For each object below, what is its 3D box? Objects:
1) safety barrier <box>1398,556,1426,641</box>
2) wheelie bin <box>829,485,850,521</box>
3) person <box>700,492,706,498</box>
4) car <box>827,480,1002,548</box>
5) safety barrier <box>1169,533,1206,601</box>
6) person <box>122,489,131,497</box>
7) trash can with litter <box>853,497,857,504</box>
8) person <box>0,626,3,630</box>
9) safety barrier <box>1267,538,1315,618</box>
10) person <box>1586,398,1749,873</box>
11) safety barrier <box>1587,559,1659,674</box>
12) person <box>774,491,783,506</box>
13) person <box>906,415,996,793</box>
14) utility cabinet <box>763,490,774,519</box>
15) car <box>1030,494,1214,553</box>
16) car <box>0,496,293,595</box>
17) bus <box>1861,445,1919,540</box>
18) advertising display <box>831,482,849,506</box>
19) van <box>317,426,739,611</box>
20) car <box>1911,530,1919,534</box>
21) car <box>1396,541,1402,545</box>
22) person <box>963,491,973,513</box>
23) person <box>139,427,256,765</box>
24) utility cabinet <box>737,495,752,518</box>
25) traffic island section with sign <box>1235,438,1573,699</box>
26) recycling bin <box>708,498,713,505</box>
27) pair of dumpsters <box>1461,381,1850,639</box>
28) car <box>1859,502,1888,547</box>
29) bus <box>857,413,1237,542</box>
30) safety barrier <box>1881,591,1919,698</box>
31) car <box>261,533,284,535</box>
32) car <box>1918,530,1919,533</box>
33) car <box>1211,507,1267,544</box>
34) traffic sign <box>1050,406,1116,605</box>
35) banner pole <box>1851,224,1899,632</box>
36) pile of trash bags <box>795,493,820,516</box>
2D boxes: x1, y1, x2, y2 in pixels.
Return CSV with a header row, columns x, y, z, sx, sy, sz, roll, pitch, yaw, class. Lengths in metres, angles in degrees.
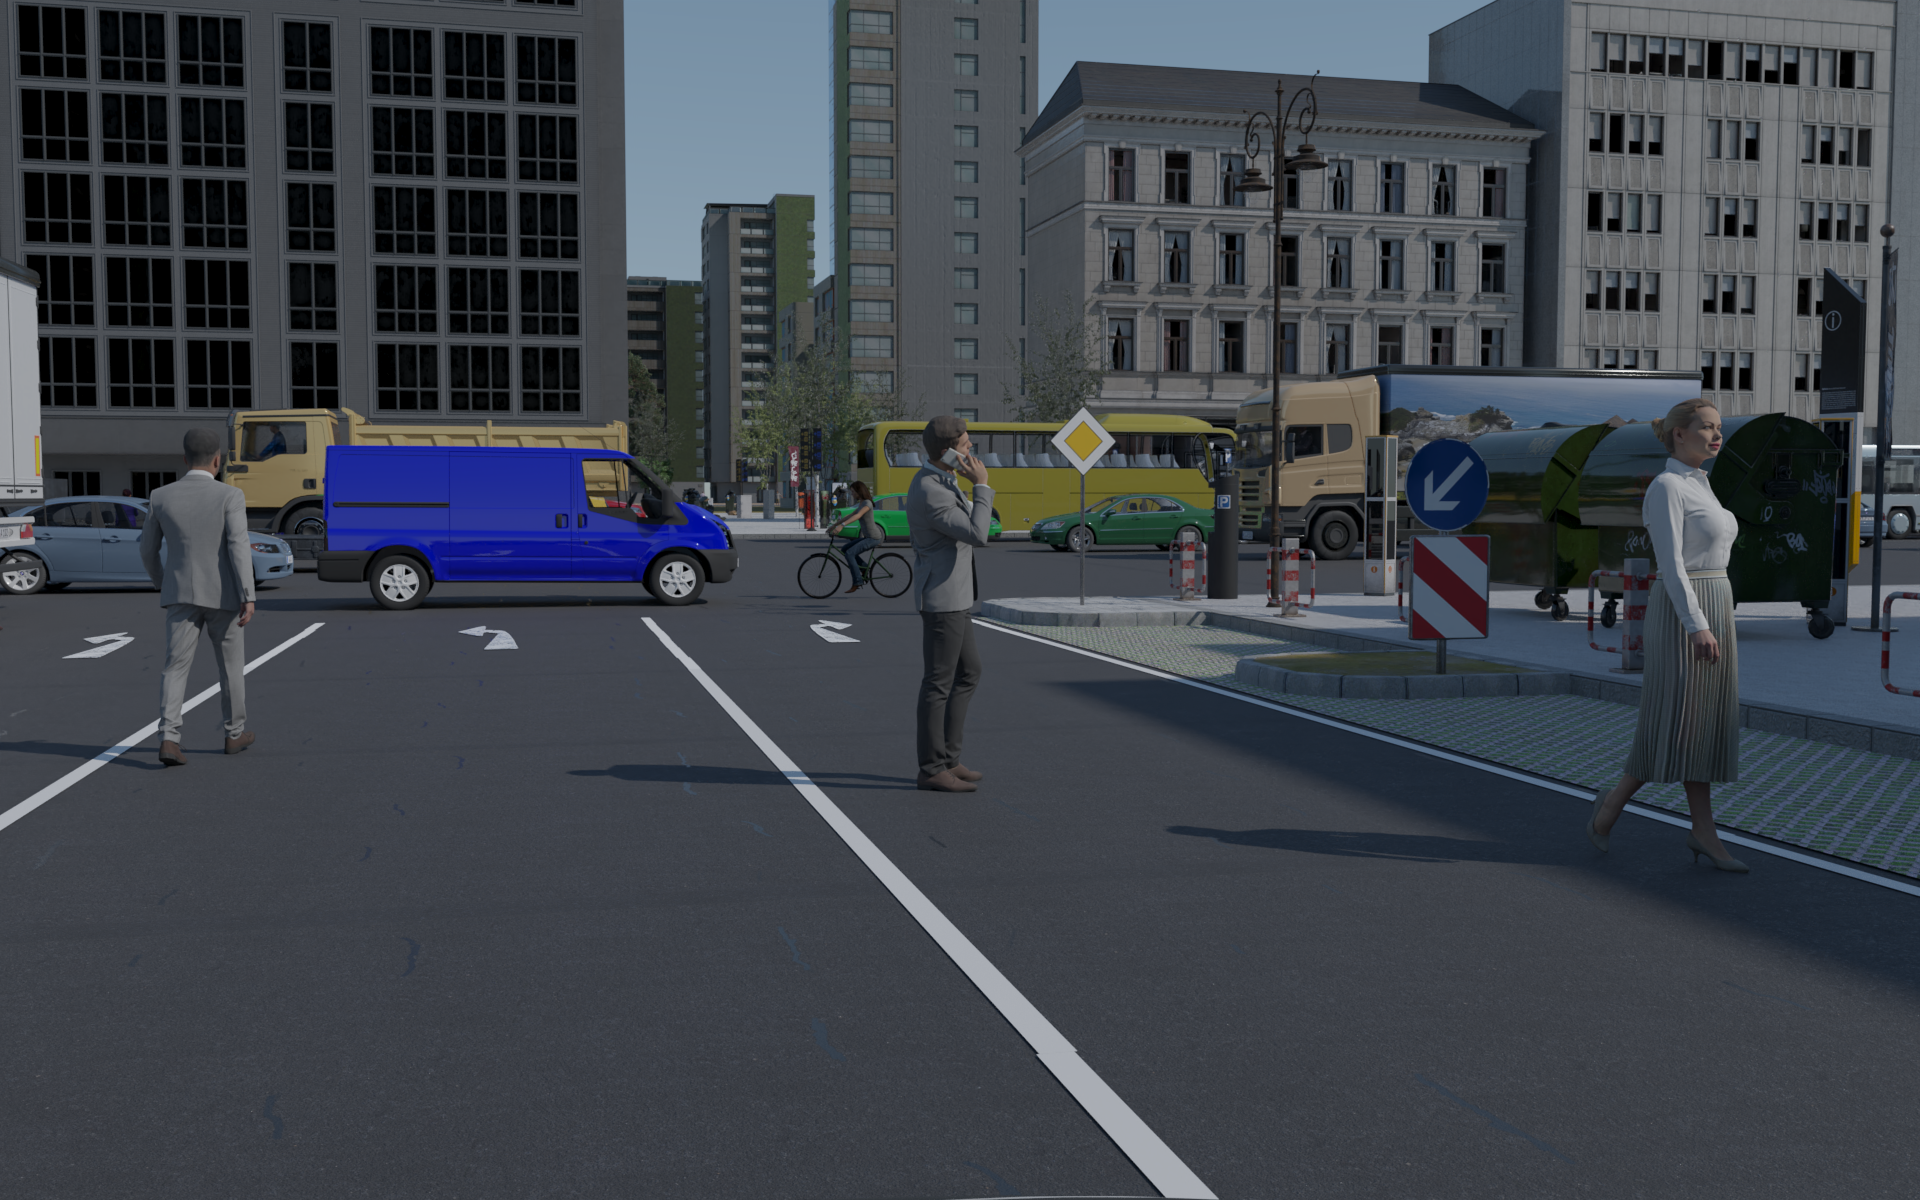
x,y,z,sx,sy,sz,roll,pitch,yaw,class
4.141,-0.059,15.244,0.300,0.817,1.120,-1,4,-14,safety barrier
-4.178,-3.183,59.943,0.693,1.594,0.980,0,4,1,wheelie bin
-27.021,-10.577,182.374,0.756,1.711,0.436,1,4,21,person
-1.200,-2.317,46.673,4.718,1.807,1.959,-1,4,-14,car
2.738,-0.403,20.871,0.300,0.817,1.120,-1,4,-14,safety barrier
-17.158,-1.516,35.651,0.453,1.535,0.546,-3,5,-44,person
-6.090,-5.427,99.788,1.678,1.210,2.233,-2,4,-35,trash can with litter
-10.158,-0.572,17.764,0.656,1.842,0.836,1,4,21,person
3.443,-0.231,18.059,0.300,0.817,1.120,-1,4,-14,safety barrier
2.749,0.123,6.714,0.478,1.798,0.641,-3,4,-37,person
4.846,0.113,12.424,0.300,0.817,1.120,-1,4,-14,safety barrier
-21.383,-11.892,202.939,1.348,1.824,0.705,0,4,3,person
-0.045,0.017,8.398,0.473,1.802,0.592,1,4,9,person
-9.819,-4.901,88.817,0.318,1.500,1.173,0,4,8,utility cabinet
4.161,-1.940,43.511,4.920,1.459,2.131,-1,4,-13,car
-12.271,-0.834,25.631,4.499,1.417,2.014,-1,4,-13,car
31.905,-3.734,55.904,13.247,3.499,2.948,-1,4,-12,bus
-6.416,-5.346,92.627,0.974,1.923,0.123,-2,4,-26,advertising display
-5.533,-1.108,22.502,5.245,2.365,2.240,-1,4,-15,van
35.846,-3.145,63.778,4.827,1.381,2.083,-1,4,-16,car
13.365,-2.357,47.203,2.281,1.827,5.304,-1,4,-13,car
0.086,-1.742,39.577,0.523,1.515,0.503,2,4,29,person
-4.102,-0.035,9.342,0.678,1.792,0.850,0,4,-2,person
-11.583,-5.001,92.932,0.306,1.237,1.020,2,4,28,utility cabinet
3.167,-0.268,13.003,1.989,1.847,2.006,-1,4,-14,traffic island section with sign
-15.835,-5.847,108.157,0.722,1.027,0.722,-1,4,-16,recycling bin
6.590,-0.892,17.083,1.574,2.255,4.437,-1,4,-14,pair of dumpsters
23.614,-2.211,48.157,2.014,1.417,4.499,-1,4,-13,car
3.075,-3.767,53.132,12.252,3.916,2.896,-1,4,-15,bus
5.550,0.285,9.617,0.300,0.817,1.120,-1,4,-14,safety barrier
-17.947,-1.887,43.440,1.945,1.354,3.894,-1,4,-14,car
34.440,-3.144,60.441,4.494,1.783,2.155,-1,4,-13,car
9.102,-2.319,50.502,3.894,1.354,1.945,-1,4,-16,car
1.405,-0.994,19.902,0.795,2.450,0.064,-1,4,-14,traffic sign
8.509,-1.585,15.928,0.401,3.779,0.863,1,4,20,banner pole
-8.437,-5.679,102.611,1.912,1.369,3.447,3,5,40,pile of trash bags
